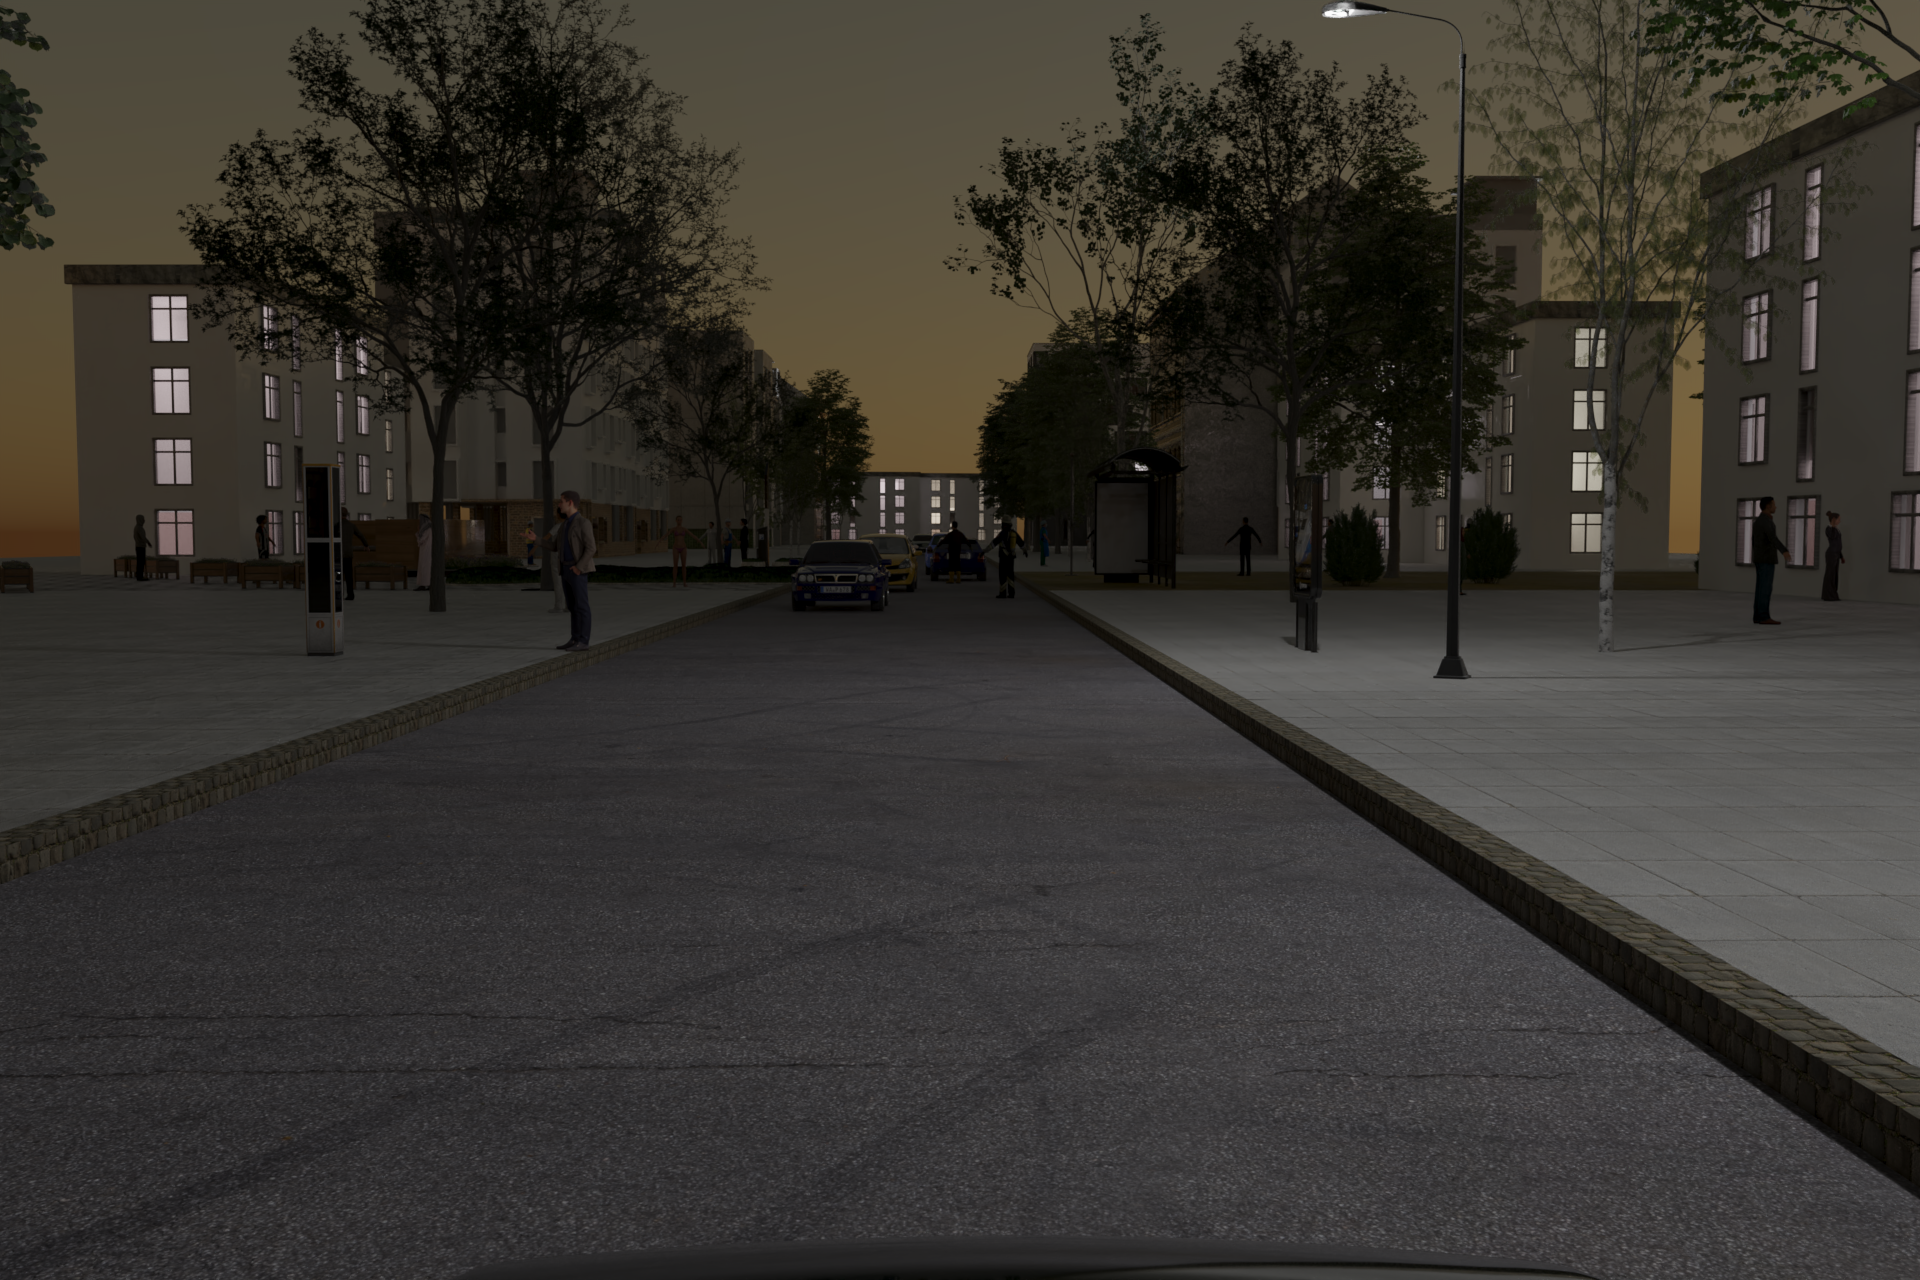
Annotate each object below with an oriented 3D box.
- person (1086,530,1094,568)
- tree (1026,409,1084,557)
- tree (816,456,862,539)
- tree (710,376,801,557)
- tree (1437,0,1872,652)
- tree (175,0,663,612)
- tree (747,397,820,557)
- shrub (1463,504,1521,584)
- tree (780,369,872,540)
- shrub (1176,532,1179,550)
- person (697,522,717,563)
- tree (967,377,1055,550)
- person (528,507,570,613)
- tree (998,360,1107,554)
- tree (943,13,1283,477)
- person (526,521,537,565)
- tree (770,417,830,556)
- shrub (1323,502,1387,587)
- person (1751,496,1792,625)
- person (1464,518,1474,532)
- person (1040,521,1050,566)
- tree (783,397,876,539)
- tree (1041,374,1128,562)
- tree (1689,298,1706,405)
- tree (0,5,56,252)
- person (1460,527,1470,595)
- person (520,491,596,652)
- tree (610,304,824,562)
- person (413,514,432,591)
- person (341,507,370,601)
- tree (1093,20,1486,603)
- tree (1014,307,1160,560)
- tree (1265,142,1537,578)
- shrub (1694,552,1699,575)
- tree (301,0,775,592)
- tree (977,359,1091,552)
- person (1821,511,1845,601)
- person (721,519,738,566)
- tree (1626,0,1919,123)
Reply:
[{"bbox_3d":[5.122,-3.493,63.827,1.216,1.740,0.721,-2,4,-34],"label":"person"},{"bbox_3d":[6.416,-9.074,98.718,4.360,8.622,3.978,0,3,0],"label":"tree"},{"bbox_3d":[-10.120,-11.931,145.430,4.737,8.622,4.395,0,3,0],"label":"tree"},{"bbox_3d":[-9.477,-7.843,78.593,4.737,8.622,4.395,0,3,0],"label":"tree"},{"bbox_3d":[6.793,-4.175,18.616,4.360,8.622,3.978,0,3,0],"label":"tree"},{"bbox_3d":[-8.680,-5.723,27.982,8.767,10.594,7.601,0,4,3],"label":"tree"},{"bbox_3d":[-8.972,-8.704,92.679,4.360,8.622,3.978,0,3,0],"label":"tree"},{"bbox_3d":[13.644,-2.500,44.919,1.661,2.075,1.752,0,3,0],"label":"shrub"},{"bbox_3d":[-9.388,-12.299,119.218,7.486,12.596,7.792,0,3,0],"label":"tree"},{"bbox_3d":[6.217,-3.152,55.955,1.690,2.028,1.600,0,3,0],"label":"shrub"},{"bbox_3d":[-10.595,-4.131,73.730,1.347,1.806,0.705,2,4,28],"label":"person"},{"bbox_3d":[5.172,-14.041,136.225,9.857,13.997,8.962,0,3,0],"label":"tree"},{"bbox_3d":[-6.555,-1.316,28.288,0.721,1.739,1.217,2,4,34],"label":"person"},{"bbox_3d":[5.906,-11.830,111.539,7.486,12.596,7.792,0,3,0],"label":"tree"},{"bbox_3d":[5.727,-12.844,65.892,12.611,20.169,13.585,0,3,0],"label":"tree"},{"bbox_3d":[-17.678,-4.003,71.422,0.705,1.833,1.349,-2,4,-32],"label":"person"},{"bbox_3d":[-9.606,-9.325,102.819,4.360,8.622,3.978,0,3,0],"label":"tree"},{"bbox_3d":[9.702,-2.354,42.528,1.661,2.075,1.752,0,3,0],"label":"shrub"},{"bbox_3d":[11.488,-1.136,24.640,0.705,1.821,1.348,0,4,8],"label":"person"},{"bbox_3d":[18.068,-3.400,61.366,0.705,1.858,1.354,-3,5,-41],"label":"person"},{"bbox_3d":[3.350,-3.829,68.734,0.704,1.817,1.347,-1,4,-9],"label":"person"},{"bbox_3d":[-9.914,-12.491,129.982,9.928,11.665,9.643,0,3,0],"label":"tree"},{"bbox_3d":[6.016,-7.885,79.289,4.360,8.622,3.978,0,3,0],"label":"tree"},{"bbox_3d":[25.391,-8.160,51.544,7.486,12.596,7.792,0,3,0],"label":"tree"},{"bbox_3d":[-8.607,-6.277,9.279,9.857,13.997,8.962,0,3,0],"label":"tree"},{"bbox_3d":[10.551,-1.659,36.336,0.599,1.438,0.989,2,4,29],"label":"person"},{"bbox_3d":[-4.408,-0.761,19.019,0.750,1.759,0.617,-2,4,-24],"label":"person"},{"bbox_3d":[-9.680,-8.273,69.677,8.767,10.594,7.601,-1,4,-14],"label":"tree"},{"bbox_3d":[-12.078,-1.982,39.118,0.621,1.740,0.551,-2,4,-25],"label":"person"},{"bbox_3d":[-11.919,-1.666,33.423,0.705,1.807,1.348,2,4,34],"label":"person"},{"bbox_3d":[5.991,-5.983,32.231,7.601,10.594,8.767,0,4,-1],"label":"tree"},{"bbox_3d":[6.179,-10.340,87.189,7.486,12.596,7.792,0,3,0],"label":"tree"},{"bbox_3d":[12.757,-8.112,50.757,7.486,12.596,7.792,0,3,0],"label":"tree"},{"bbox_3d":[21.511,-2.353,49.585,1.383,1.207,1.383,0,3,0],"label":"shrub"},{"bbox_3d":[-9.239,-7.844,38.623,12.009,13.543,11.850,0,3,0],"label":"tree"},{"bbox_3d":[5.518,-13.297,124.057,9.857,13.997,8.962,0,3,0],"label":"tree"},{"bbox_3d":[16.660,-1.595,32.925,0.445,1.727,0.742,1,4,12],"label":"person"},{"bbox_3d":[-8.411,-3.492,62.950,0.705,1.847,1.347,1,4,18],"label":"person"},{"bbox_3d":[6.879,-5.112,9.336,9.928,11.665,9.643,0,3,0],"label":"tree"}]
